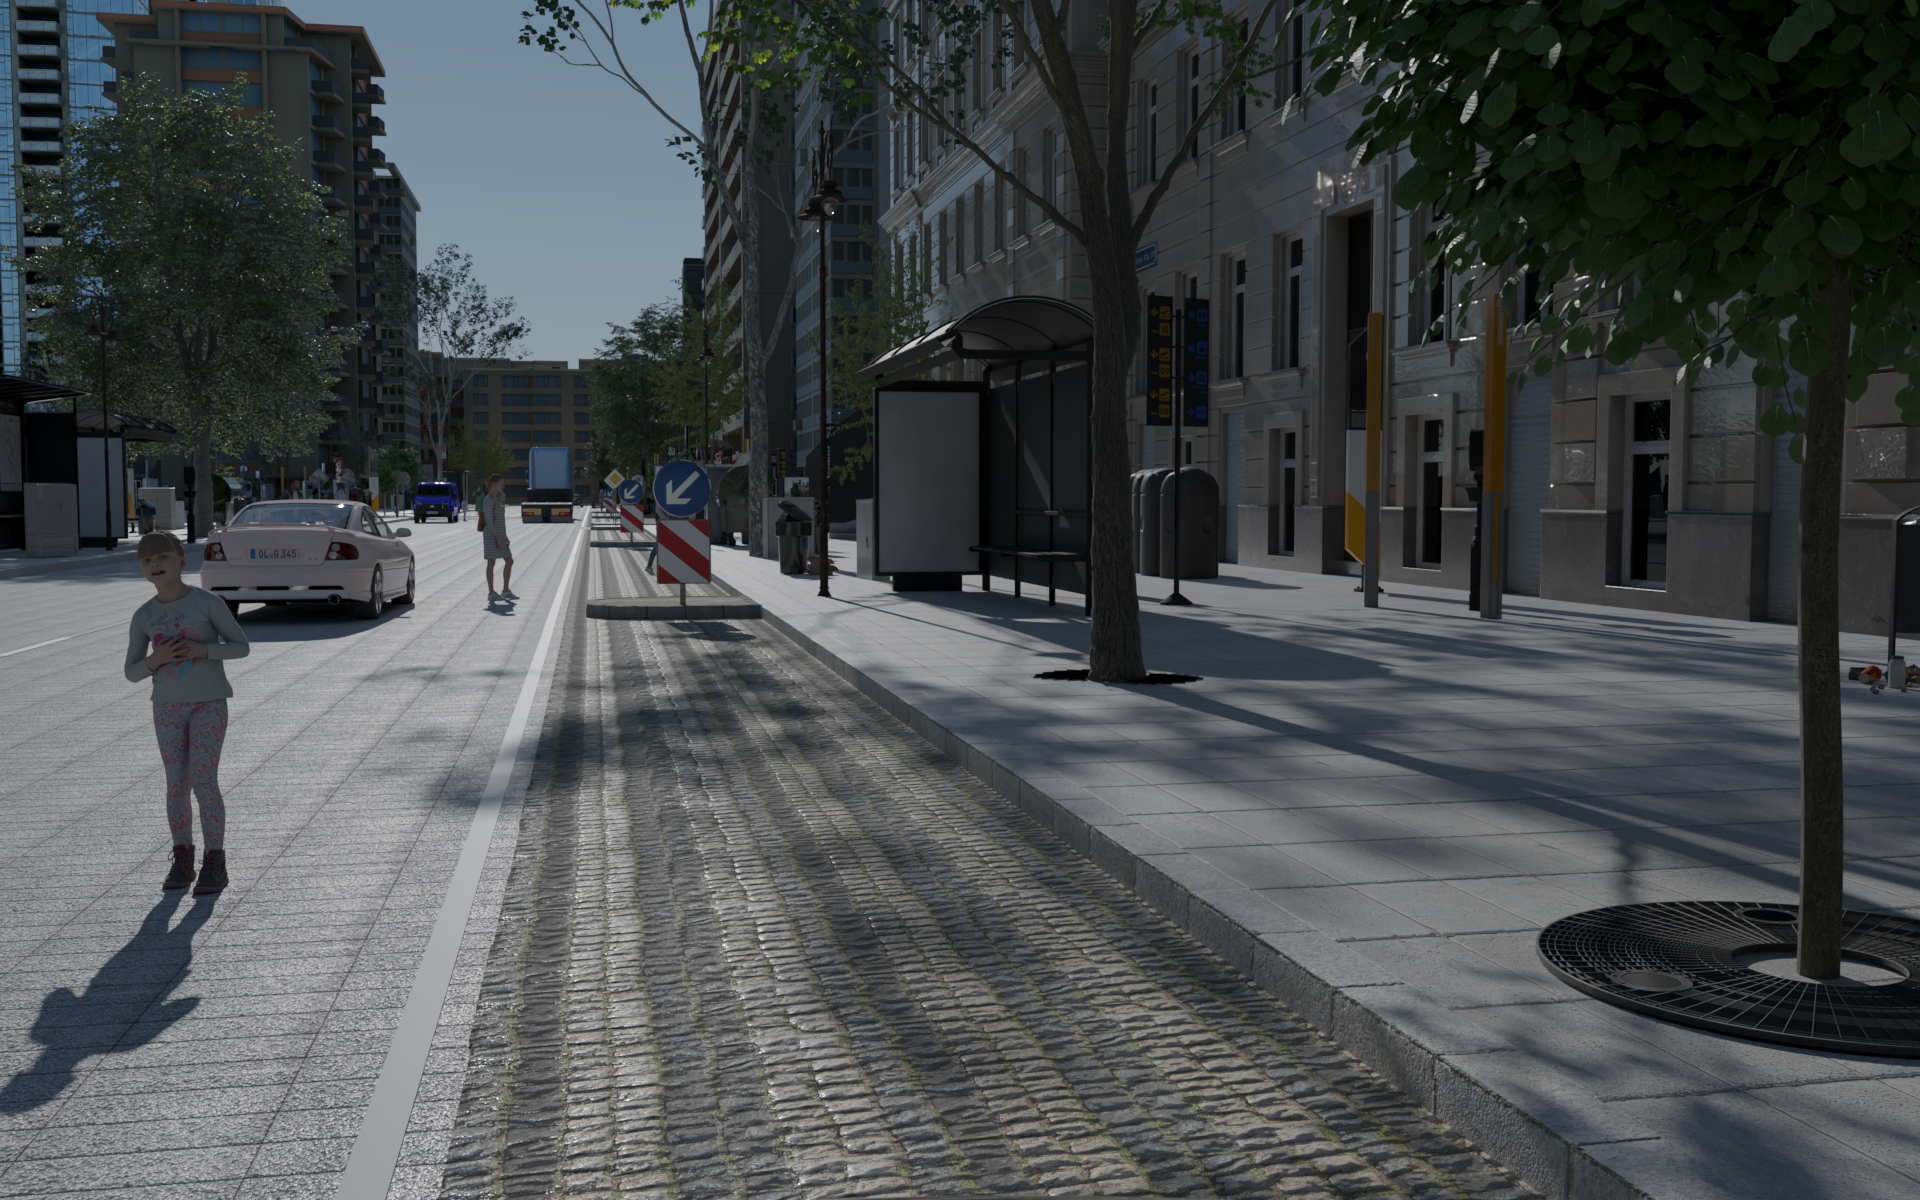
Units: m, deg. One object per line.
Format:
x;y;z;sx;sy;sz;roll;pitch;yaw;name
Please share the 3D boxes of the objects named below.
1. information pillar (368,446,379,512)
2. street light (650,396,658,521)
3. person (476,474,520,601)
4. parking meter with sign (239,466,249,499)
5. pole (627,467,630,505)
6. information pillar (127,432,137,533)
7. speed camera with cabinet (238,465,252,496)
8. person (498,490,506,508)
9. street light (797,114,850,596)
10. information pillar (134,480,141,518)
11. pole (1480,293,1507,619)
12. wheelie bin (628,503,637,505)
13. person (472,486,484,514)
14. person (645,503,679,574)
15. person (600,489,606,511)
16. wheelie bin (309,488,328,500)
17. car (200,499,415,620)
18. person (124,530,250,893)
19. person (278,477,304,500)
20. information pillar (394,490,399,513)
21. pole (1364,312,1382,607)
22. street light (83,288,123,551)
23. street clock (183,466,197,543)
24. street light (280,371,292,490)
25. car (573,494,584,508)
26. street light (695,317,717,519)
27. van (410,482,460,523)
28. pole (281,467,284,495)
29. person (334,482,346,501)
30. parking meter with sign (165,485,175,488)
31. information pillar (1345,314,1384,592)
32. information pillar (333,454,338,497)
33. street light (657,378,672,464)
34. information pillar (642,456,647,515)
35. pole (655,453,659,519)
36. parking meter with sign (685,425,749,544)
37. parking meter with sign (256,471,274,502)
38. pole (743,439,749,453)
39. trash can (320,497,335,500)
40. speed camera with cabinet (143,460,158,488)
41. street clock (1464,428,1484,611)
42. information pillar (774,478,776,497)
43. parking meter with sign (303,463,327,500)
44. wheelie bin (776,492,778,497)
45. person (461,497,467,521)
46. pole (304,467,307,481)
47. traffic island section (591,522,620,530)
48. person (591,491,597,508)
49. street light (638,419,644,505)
-28.730;-5.719;84.855;0.183;3.616;0.504;3;4;36;information pillar
-14.302;-6.648;81.479;0.468;5.910;1.993;-1;4;-12;street light
-6.252;-0.845;23.322;0.522;1.701;0.512;0;4;-1;person
-43.717;-6.672;105.340;0.543;3.016;1.738;-1;4;-10;parking meter with sign
-24.140;-8.089;126.103;0.158;3.312;0.155;0;3;0;pole
-27.114;-3.993;56.638;0.183;3.616;0.504;-1;4;-14;information pillar
-48.134;-7.392;115.193;0.660;3.252;2.038;2;4;28;speed camera with cabinet
-37.318;-8.093;141.019;0.583;1.804;0.606;1;4;16;person
-1.707;-2.985;21.595;0.468;5.910;1.993;-1;4;-12;street light
-44.400;-5.444;93.493;0.304;2.012;0.304;3;4;37;information pillar
5.473;-1.462;17.750;0.158;3.312;0.155;0;3;0;pole
-23.308;-7.063;123.392;0.693;1.594;0.980;2;4;32;wheelie bin
-22.741;-4.484;82.055;0.600;1.795;0.529;1;4;12;person
-5.257;-1.324;30.734;0.643;1.750;0.593;1;4;22;person
-27.789;-7.718;134.869;0.537;1.800;0.526;-3;5;-44;person
-31.618;-4.744;85.466;0.693;1.594;0.980;1;4;20;wheelie bin
-7.802;-0.529;21.008;2.083;1.381;4.827;-1;4;-10;car
-2.808;0.396;6.303;0.425;1.301;0.394;-1;4;-22;person
-15.141;-1.896;39.491;0.794;1.824;0.713;-3;4;-38;person
-37.657;-6.803;115.726;0.304;2.012;0.304;-1;4;-8;information pillar
4.672;-1.575;19.594;0.158;3.312;0.155;0;3;0;pole
-19.307;-4.058;39.133;0.468;5.910;1.993;-1;4;-12;street light
-20.071;-2.483;45.162;0.358;2.002;0.471;-2;4;-32;street clock
-24.278;-5.487;62.503;0.468;5.910;1.993;-1;4;-12;street light
-41.335;-10.632;185.624;2.131;1.459;4.920;-1;4;-11;car
-6.632;-4.438;45.342;0.468;5.910;1.993;-1;4;-12;street light
-26.493;-5.093;87.650;2.240;2.365;5.245;-1;4;-12;van
-51.317;-8.404;131.249;0.158;3.312;0.155;0;3;0;pole
-18.544;-2.639;51.904;0.793;1.790;0.793;3;5;43;person
-63.481;-8.741;139.179;1.738;3.016;0.543;-1;4;-10;parking meter with sign
5.285;-1.911;22.597;0.504;3.616;0.183;-1;4;-14;information pillar
-36.061;-6.651;100.098;0.183;3.616;0.504;0;4;7;information pillar
-11.622;-5.870;68.755;0.468;5.910;1.993;-1;4;-12;street light
-19.605;-7.089;107.266;0.183;3.616;0.504;1;4;11;information pillar
-15.146;-5.671;86.559;0.158;3.312;0.155;0;3;0;pole
-6.120;-2.933;44.214;1.738;3.016;0.543;-1;4;-13;parking meter with sign
-52.252;-8.235;130.896;0.543;3.016;1.738;3;4;37;parking meter with sign
-7.901;-4.296;64.081;0.158;3.312;0.155;0;3;0;pole
-26.926;-3.811;73.961;0.748;1.137;0.748;0;3;0;trash can
-46.144;-6.438;99.595;2.038;3.252;0.660;2;4;33;speed camera with cabinet
5.717;-0.885;19.045;0.358;2.002;0.471;1;4;21;street clock
-8.797;-4.683;81.056;0.304;2.012;0.304;-3;4;-39;information pillar
-36.389;-6.157;96.923;1.738;3.016;0.543;-3;4;-38;parking meter with sign
-12.210;-6.404;112.619;0.980;1.594;0.693;-2;4;-30;wheelie bin
-26.276;-4.840;91.912;0.425;1.301;0.394;1;4;21;person
-48.631;-8.249;128.716;0.158;3.312;0.155;0;3;0;pole
-15.383;-3.347;76.997;2.009;0.180;2.903;-1;4;-12;traffic island section
-36.380;-9.974;172.123;0.434;1.755;0.990;-3;5;-40;person
-19.253;-8.067;104.687;0.468;5.910;1.993;-1;4;-12;street light
